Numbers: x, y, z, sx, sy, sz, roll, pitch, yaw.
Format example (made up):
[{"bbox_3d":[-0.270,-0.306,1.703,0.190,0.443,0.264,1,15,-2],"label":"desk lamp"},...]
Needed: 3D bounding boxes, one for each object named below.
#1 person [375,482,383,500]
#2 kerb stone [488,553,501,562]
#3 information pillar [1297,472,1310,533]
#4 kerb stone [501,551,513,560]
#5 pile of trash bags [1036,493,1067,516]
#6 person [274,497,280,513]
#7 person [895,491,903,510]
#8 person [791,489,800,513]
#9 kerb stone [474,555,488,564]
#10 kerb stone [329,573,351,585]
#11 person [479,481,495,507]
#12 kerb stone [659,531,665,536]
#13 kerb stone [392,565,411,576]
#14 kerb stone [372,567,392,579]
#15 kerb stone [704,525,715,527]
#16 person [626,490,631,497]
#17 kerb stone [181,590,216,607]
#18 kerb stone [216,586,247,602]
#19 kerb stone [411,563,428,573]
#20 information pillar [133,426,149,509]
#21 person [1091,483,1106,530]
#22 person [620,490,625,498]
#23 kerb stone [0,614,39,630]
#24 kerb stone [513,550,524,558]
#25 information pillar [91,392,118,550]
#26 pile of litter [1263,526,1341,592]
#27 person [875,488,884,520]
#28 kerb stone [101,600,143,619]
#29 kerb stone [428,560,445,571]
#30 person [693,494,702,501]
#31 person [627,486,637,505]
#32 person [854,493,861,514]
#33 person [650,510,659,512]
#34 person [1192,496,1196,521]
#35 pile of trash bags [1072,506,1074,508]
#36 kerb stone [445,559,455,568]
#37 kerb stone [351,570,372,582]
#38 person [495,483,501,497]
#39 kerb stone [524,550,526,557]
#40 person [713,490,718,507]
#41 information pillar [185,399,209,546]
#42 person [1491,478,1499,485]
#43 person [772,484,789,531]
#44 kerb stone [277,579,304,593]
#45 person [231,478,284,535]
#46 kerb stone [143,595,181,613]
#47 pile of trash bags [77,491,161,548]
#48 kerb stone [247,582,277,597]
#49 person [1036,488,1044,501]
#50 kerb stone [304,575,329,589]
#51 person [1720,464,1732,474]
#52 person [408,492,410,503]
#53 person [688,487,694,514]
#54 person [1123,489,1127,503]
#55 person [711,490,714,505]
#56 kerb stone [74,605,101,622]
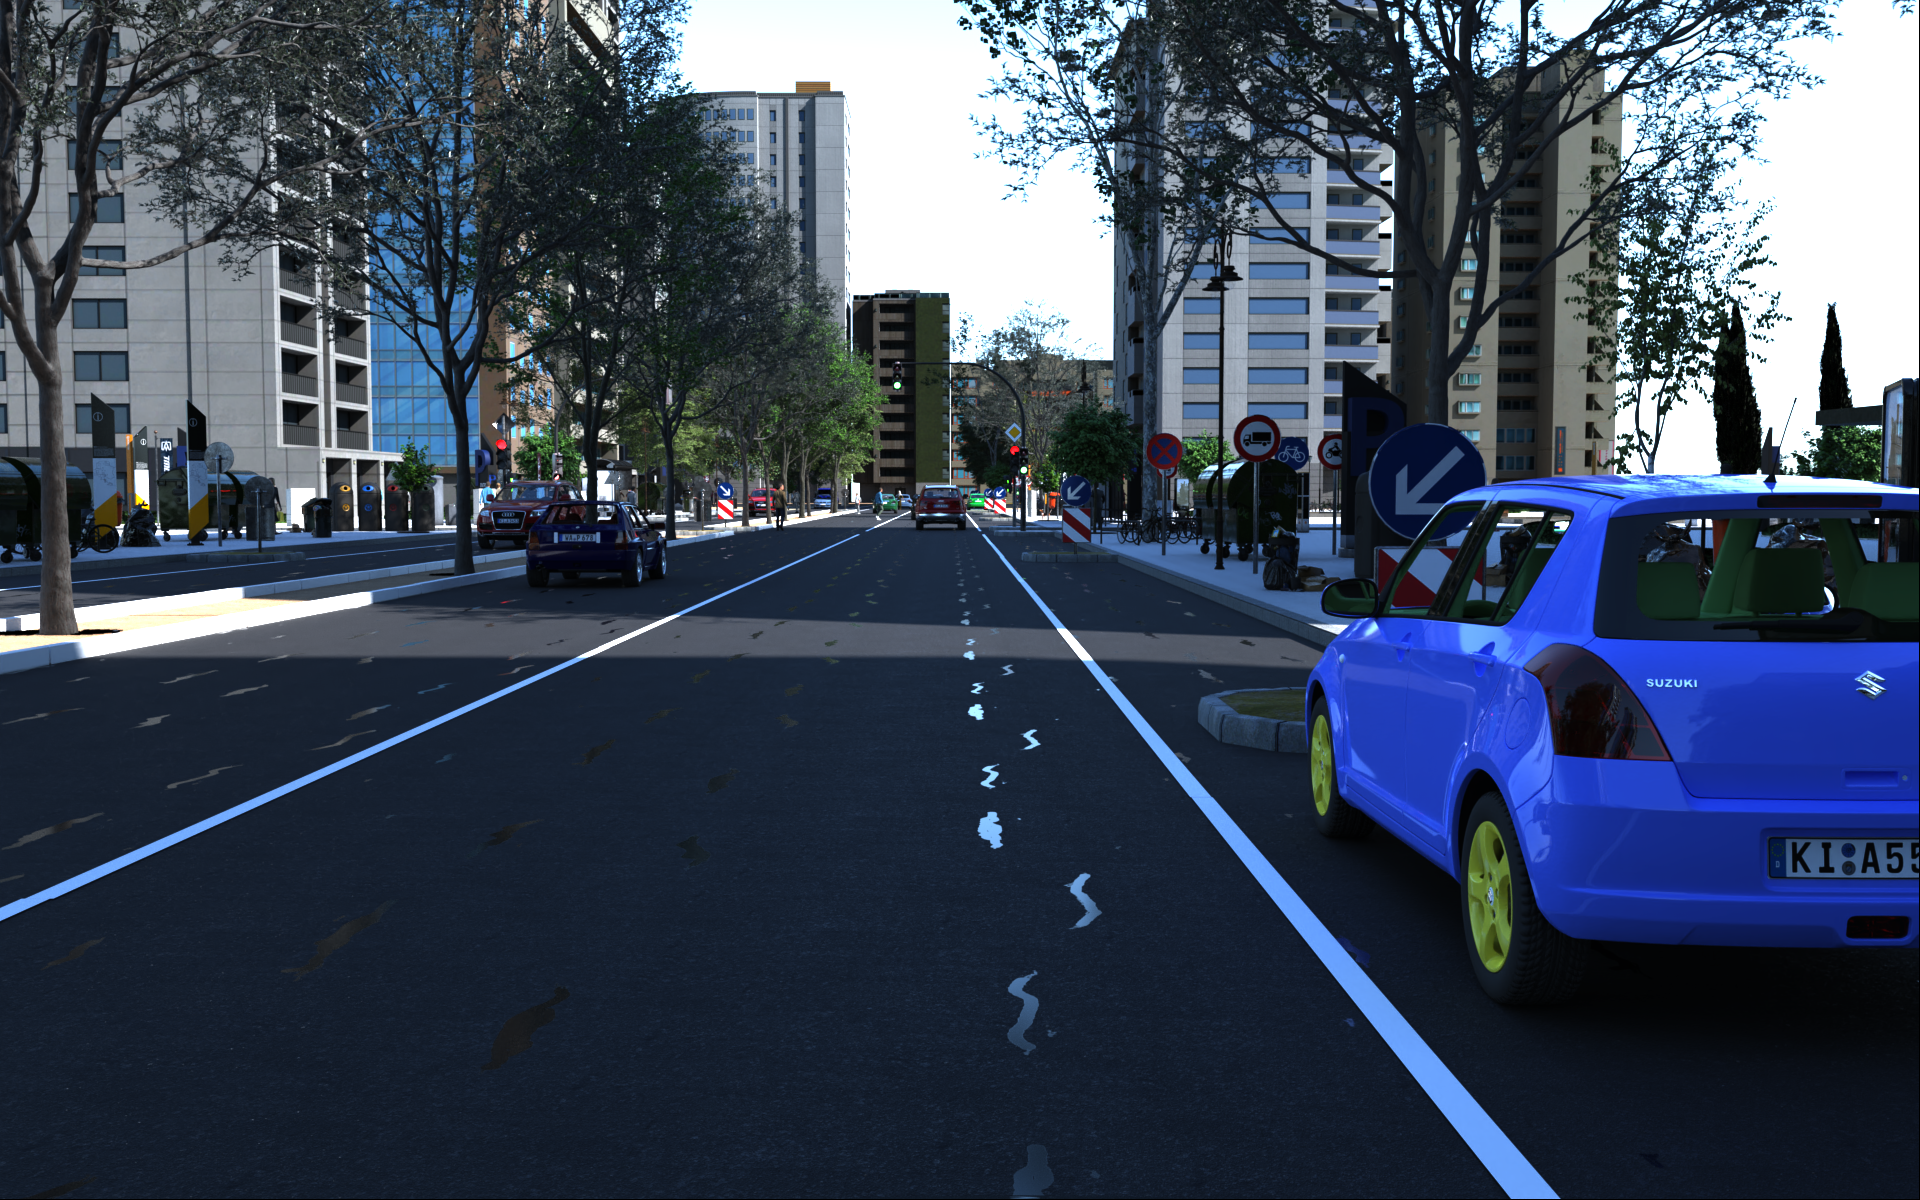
[{"bbox_3d":[-27.013,-4.537,80.249,0.620,1.820,0.660,2,4,35],"label":"person"},{"bbox_3d":[-9.937,-0.880,36.584,0.120,0.150,1.000,0,4,0],"label":"kerb stone"},{"bbox_3d":[11.428,-3.250,57.635,0.304,2.012,0.304,-2,4,-24],"label":"information pillar"},{"bbox_3d":[-9.947,-0.943,37.606,0.120,0.150,1.000,0,4,0],"label":"kerb stone"},{"bbox_3d":[5.308,-5.656,102.221,1.912,1.369,3.447,0,4,-3],"label":"pile of trash bags"},{"bbox_3d":[-35.167,-5.029,88.669,0.661,1.777,0.834,3,4,36],"label":"person"},{"bbox_3d":[-5.588,-9.090,157.846,1.217,1.736,0.721,3,5,44],"label":"person"},{"bbox_3d":[-12.128,-7.318,128.415,0.678,1.792,0.850,-2,4,-31],"label":"person"},{"bbox_3d":[-9.942,-0.816,35.551,0.120,0.150,1.000,0,4,0],"label":"kerb stone"},{"bbox_3d":[-9.892,-0.315,27.349,0.120,0.150,1.000,0,4,0],"label":"kerb stone"},{"bbox_3d":[-18.833,-3.833,69.056,0.601,1.785,0.444,0,4,1],"label":"person"},{"bbox_3d":[-10.074,-2.260,59.140,0.120,0.150,1.000,0,4,0],"label":"kerb stone"},{"bbox_3d":[-9.910,-0.500,30.415,0.120,0.150,1.000,0,4,0],"label":"kerb stone"},{"bbox_3d":[-9.906,-0.437,29.394,0.120,0.150,1.000,0,4,0],"label":"kerb stone"},{"bbox_3d":[-10.139,-2.920,69.944,0.120,0.150,1.000,0,4,0],"label":"kerb stone"},{"bbox_3d":[-29.899,-9.163,156.309,0.568,1.767,0.683,2,4,26],"label":"person"},{"bbox_3d":[-9.859,0.000,22.233,0.120,0.150,1.000,0,4,0],"label":"kerb stone"},{"bbox_3d":[-9.870,-0.065,23.260,0.120,0.150,1.000,0,4,0],"label":"kerb stone"},{"bbox_3d":[-9.914,-0.564,31.441,0.120,0.150,1.000,0,4,0],"label":"kerb stone"},{"bbox_3d":[-28.040,-4.159,59.353,0.183,3.616,0.504,2,4,30],"label":"information pillar"},{"bbox_3d":[5.205,-3.552,65.933,0.474,1.900,0.648,2,4,35],"label":"person"},{"bbox_3d":[-29.675,-8.795,150.669,0.721,1.723,1.217,3,5,45],"label":"person"},{"bbox_3d":[-9.831,0.249,18.127,0.120,0.150,1.000,0,4,0],"label":"kerb stone"},{"bbox_3d":[-9.960,-1.005,38.632,0.120,0.150,1.000,0,4,0],"label":"kerb stone"},{"bbox_3d":[-19.759,-2.974,39.977,0.504,3.616,0.183,-1,4,-14],"label":"information pillar"},{"bbox_3d":[4.649,-0.584,23.517,1.176,0.858,1.719,2,4,29],"label":"pile of litter"},{"bbox_3d":[-4.475,-5.300,95.503,0.444,1.785,0.601,-2,4,-27],"label":"person"},{"bbox_3d":[-9.846,0.123,20.184,0.120,0.150,1.000,0,4,0],"label":"kerb stone"},{"bbox_3d":[-9.919,-0.628,32.470,0.120,0.150,1.000,0,4,0],"label":"kerb stone"},{"bbox_3d":[-14.748,-5.407,97.254,0.532,1.782,0.716,-1,4,-20],"label":"person"},{"bbox_3d":[-15.032,-4.323,79.462,0.678,1.792,0.850,2,4,30],"label":"person"},{"bbox_3d":[-7.302,-6.897,123.859,0.503,1.515,0.523,0,4,3],"label":"person"},{"bbox_3d":[-21.051,-6.903,118.823,0.836,1.842,0.656,-1,4,-21],"label":"person"},{"bbox_3d":[9.942,-4.040,72.643,0.362,1.759,0.519,-2,4,-34],"label":"person"},{"bbox_3d":[7.239,-6.385,114.150,1.912,1.369,3.447,3,5,42],"label":"pile of trash bags"},{"bbox_3d":[-9.918,-0.690,33.492,0.120,0.150,1.000,0,4,0],"label":"kerb stone"},{"bbox_3d":[-9.899,-0.377,28.371,0.120,0.150,1.000,0,4,0],"label":"kerb stone"},{"bbox_3d":[-19.574,-4.088,73.432,0.519,1.759,0.362,-2,4,-34],"label":"person"},{"bbox_3d":[-9.964,-1.068,39.660,0.120,0.150,1.000,0,4,0],"label":"kerb stone"},{"bbox_3d":[-23.717,-9.874,168.404,0.530,1.710,0.541,-2,4,-26],"label":"person"},{"bbox_3d":[-18.993,-3.165,43.104,0.183,3.616,0.504,3,5,40],"label":"information pillar"},{"bbox_3d":[18.321,-3.250,59.191,0.388,1.821,0.555,-2,4,-26],"label":"person"},{"bbox_3d":[-7.027,-3.637,67.876,0.656,1.842,0.836,-1,4,-9],"label":"person"},{"bbox_3d":[-9.873,-0.190,25.306,0.120,0.150,1.000,0,4,0],"label":"kerb stone"},{"bbox_3d":[-22.050,-2.944,54.392,1.509,1.804,0.699,-1,4,-13],"label":"person"},{"bbox_3d":[-9.853,0.060,21.211,0.120,0.150,1.000,0,4,0],"label":"kerb stone"},{"bbox_3d":[-20.957,-2.031,42.964,1.912,1.369,3.447,-2,4,-28],"label":"pile of trash bags"},{"bbox_3d":[-9.873,-0.128,24.284,0.120,0.150,1.000,0,4,0],"label":"kerb stone"},{"bbox_3d":[4.956,-6.307,109.280,0.709,1.813,0.853,-1,4,-19],"label":"person"},{"bbox_3d":[-9.875,-0.250,26.328,0.120,0.150,1.000,0,4,0],"label":"kerb stone"},{"bbox_3d":[12.888,-1.397,29.163,0.678,1.792,0.850,0,4,4],"label":"person"},{"bbox_3d":[-32.344,-5.795,100.918,0.853,1.813,0.709,1,4,13],"label":"person"},{"bbox_3d":[-17.790,-6.597,114.447,0.362,1.759,0.519,-2,4,-32],"label":"person"},{"bbox_3d":[16.249,-10.084,171.630,1.217,1.743,0.721,-3,4,-38],"label":"person"},{"bbox_3d":[-28.690,-11.805,199.779,0.721,1.743,1.217,1,4,9],"label":"person"},{"bbox_3d":[-9.836,0.186,19.162,0.120,0.150,1.000,0,4,0],"label":"kerb stone"}]
